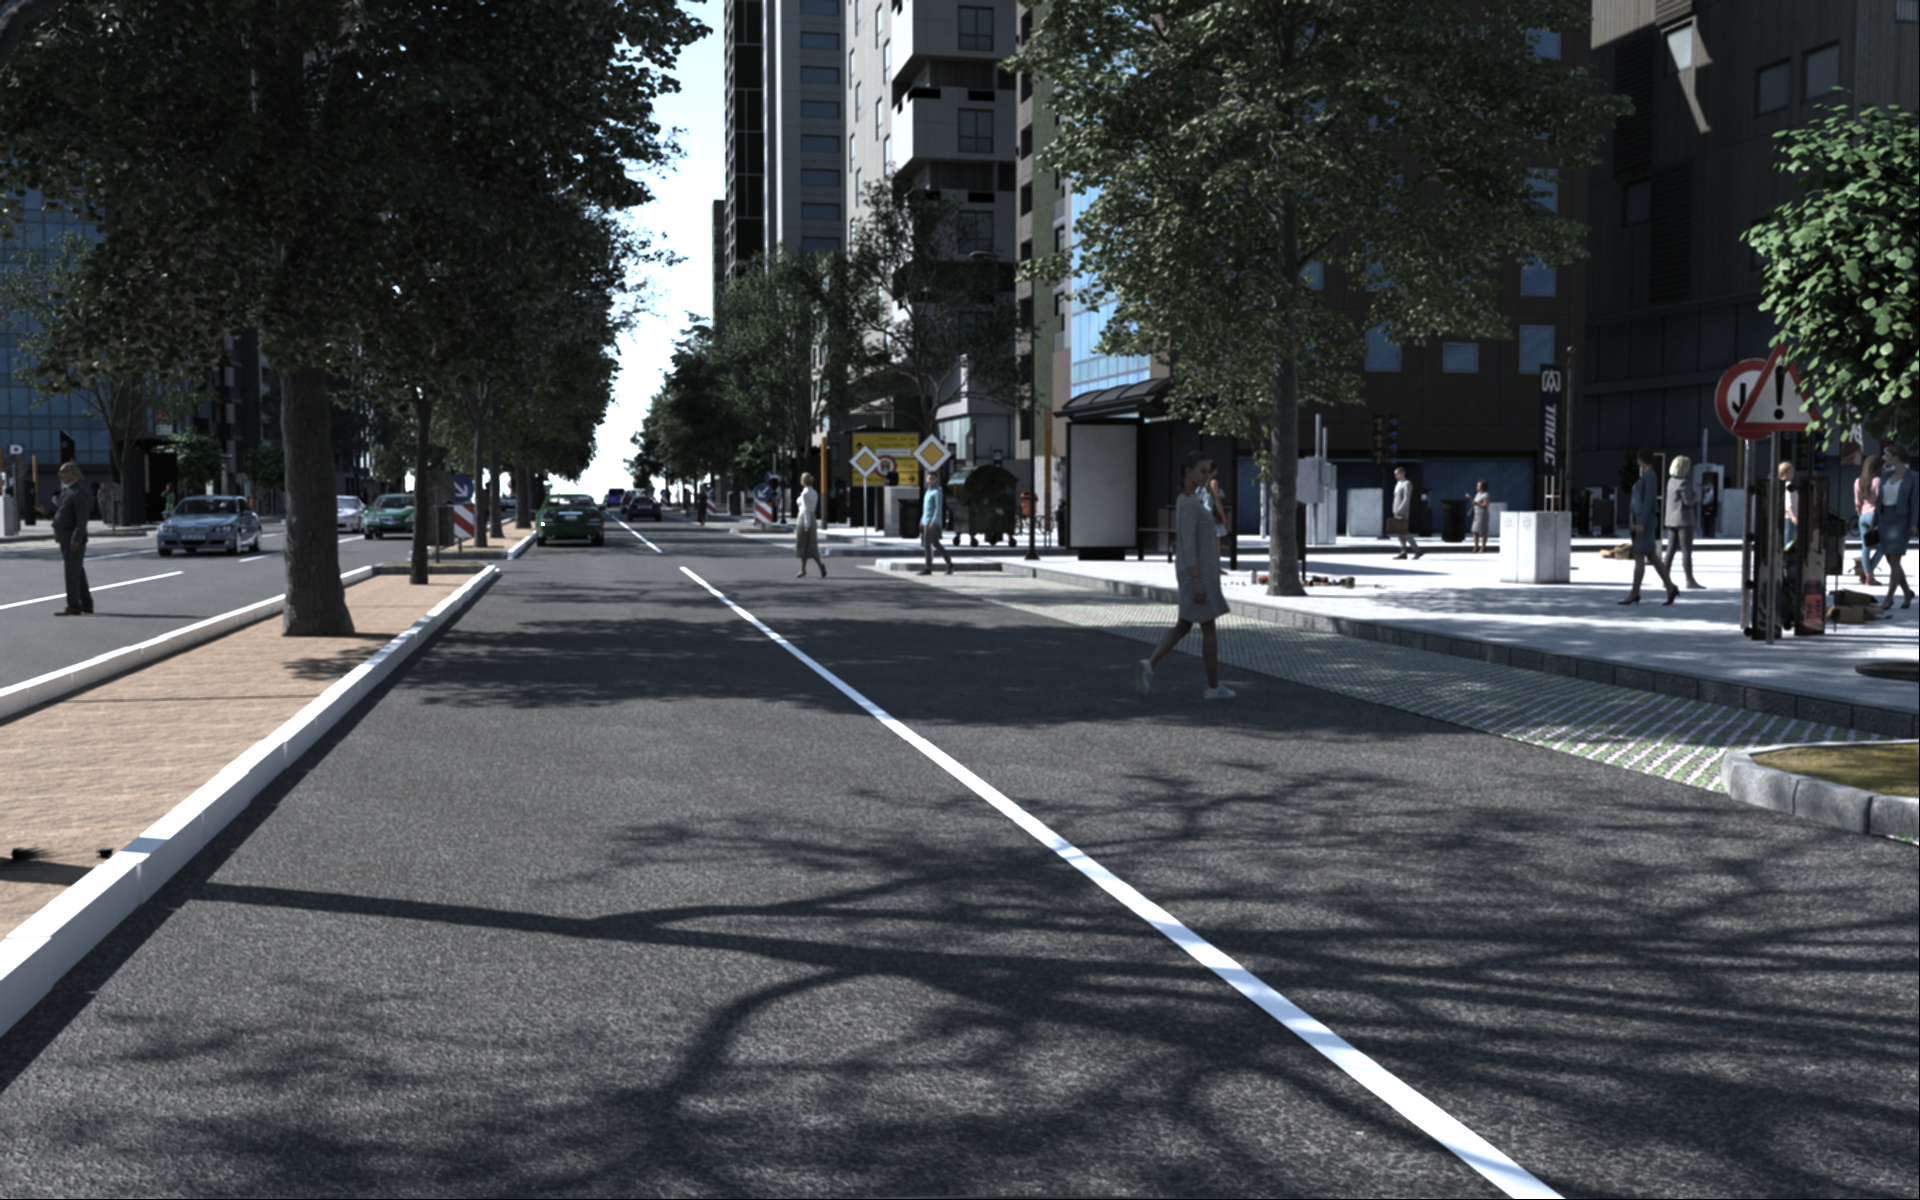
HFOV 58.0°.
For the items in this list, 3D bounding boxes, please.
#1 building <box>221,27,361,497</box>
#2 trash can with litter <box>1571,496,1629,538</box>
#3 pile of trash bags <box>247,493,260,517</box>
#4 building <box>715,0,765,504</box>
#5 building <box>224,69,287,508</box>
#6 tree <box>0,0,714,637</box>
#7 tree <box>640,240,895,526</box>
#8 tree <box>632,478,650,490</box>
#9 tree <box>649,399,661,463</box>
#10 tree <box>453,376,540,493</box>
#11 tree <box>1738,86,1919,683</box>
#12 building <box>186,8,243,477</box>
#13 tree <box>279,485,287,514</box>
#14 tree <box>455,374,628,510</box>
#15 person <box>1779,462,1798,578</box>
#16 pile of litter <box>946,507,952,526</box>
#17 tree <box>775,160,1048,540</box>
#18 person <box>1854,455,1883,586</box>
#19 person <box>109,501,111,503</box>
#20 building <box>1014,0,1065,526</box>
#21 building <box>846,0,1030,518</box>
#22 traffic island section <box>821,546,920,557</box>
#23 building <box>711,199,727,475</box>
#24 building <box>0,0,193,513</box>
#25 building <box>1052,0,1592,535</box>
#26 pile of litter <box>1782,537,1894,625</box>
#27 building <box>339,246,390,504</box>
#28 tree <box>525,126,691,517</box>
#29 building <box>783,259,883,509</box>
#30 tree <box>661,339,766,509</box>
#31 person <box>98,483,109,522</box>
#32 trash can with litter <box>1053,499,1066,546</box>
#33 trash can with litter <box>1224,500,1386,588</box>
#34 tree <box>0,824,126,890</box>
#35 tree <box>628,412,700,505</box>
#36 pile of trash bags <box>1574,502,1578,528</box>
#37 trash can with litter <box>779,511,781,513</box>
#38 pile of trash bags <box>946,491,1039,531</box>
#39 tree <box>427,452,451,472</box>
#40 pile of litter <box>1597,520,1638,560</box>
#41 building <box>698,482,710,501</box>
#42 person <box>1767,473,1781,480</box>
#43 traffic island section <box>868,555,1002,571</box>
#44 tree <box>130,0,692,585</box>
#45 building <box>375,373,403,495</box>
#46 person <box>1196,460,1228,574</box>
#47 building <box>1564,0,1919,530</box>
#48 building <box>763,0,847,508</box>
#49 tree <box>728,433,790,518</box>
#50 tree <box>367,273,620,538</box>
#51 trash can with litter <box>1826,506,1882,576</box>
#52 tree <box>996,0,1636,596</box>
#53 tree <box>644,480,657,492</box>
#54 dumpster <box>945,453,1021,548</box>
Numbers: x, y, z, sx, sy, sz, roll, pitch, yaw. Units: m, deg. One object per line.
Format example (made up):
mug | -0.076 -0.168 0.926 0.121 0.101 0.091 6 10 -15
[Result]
building | -82.688 -46.852 204.288 20.563 71.187 20.611 -1 4 -12
trash can with litter | 18.553 -2.454 51.182 2.233 1.210 1.678 2 4 24
pile of trash bags | -39.965 -5.304 96.475 3.447 1.369 1.912 3 5 41
building | -21.640 -48.125 225.101 20.563 71.187 20.611 -1 4 -12
building | -68.459 -28.787 154.261 14.154 41.232 14.086 -1 4 -12
tree | -6.498 -6.604 17.084 9.857 13.997 8.962 0 3 0
tree | -6.357 -8.823 70.008 9.928 11.665 9.643 0 3 0
tree | -47.029 -16.651 255.954 4.285 4.588 4.351 0 3 0
tree | -21.883 -13.813 143.976 7.486 12.596 7.792 0 3 0
tree | -16.787 -6.689 62.183 4.737 8.622 4.395 0 3 0
tree | 7.177 -1.736 12.104 4.285 4.588 4.351 0 3 0
building | -68.318 -29.212 132.245 22.147 44.769 28.867 -1 4 -12
tree | -43.461 -7.207 112.432 1.663 3.219 1.824 0 3 0
tree | -25.108 -11.257 103.524 9.611 12.733 9.660 0 3 0
person | 11.788 -1.110 24.869 0.598 1.740 0.731 -1 4 -15
pile of litter | -0.476 -3.346 68.670 1.719 0.858 1.176 -3 4 -37
tree | -0.952 -6.995 48.782 7.601 10.594 8.767 2 4 24
person | 12.773 -1.110 24.198 0.388 1.821 0.555 -2 4 -28
person | -39.489 -4.558 80.965 0.834 1.777 0.661 -1 4 -17
building | 9.468 -18.665 76.874 14.160 30.474 14.107 -1 4 -12
building | 8.283 -31.567 105.358 28.713 52.752 27.495 -1 4 -12
traffic island section | -2.197 -1.151 41.099 2.009 0.180 2.903 -1 4 -12
building | -27.901 -34.235 243.328 14.154 41.232 14.086 -1 4 -12
building | -59.090 -28.265 112.237 14.600 45.320 14.200 -1 4 -12
building | 11.944 -25.109 60.646 14.200 45.320 14.600 -1 4 -12
pile of litter | 8.807 -0.220 17.560 1.719 0.858 1.176 -1 4 -17
building | -89.337 -37.308 229.602 23.786 49.044 30.456 -1 4 -12
tree | -19.532 -13.687 82.122 12.611 20.169 13.585 0 3 0
building | 0.666 -18.273 143.806 27.650 21.520 28.899 -1 4 -12
tree | -17.810 -12.776 127.012 7.486 12.596 7.792 0 3 0
person | -39.226 -4.474 79.465 0.520 1.790 0.573 -3 5 -42
trash can with litter | 2.859 -1.907 42.570 1.055 1.170 0.624 -1 4 -11
trash can with litter | 4.865 -0.805 24.217 1.678 1.210 2.233 -3 5 -43
tree | -3.957 -5.722 6.380 12.009 13.543 11.850 0 3 0
tree | -34.074 -17.354 200.750 9.611 12.733 9.660 0 3 0
pile of trash bags | 23.806 -3.555 67.882 1.912 1.369 3.447 -1 4 -9
trash can with litter | -12.533 -6.345 114.793 2.233 1.210 1.678 -2 4 -27
pile of trash bags | 1.142 -3.084 60.182 3.447 1.369 1.912 2 4 28
tree | -67.305 -16.690 223.240 4.360 8.622 3.978 0 3 0
pile of litter | 13.265 -1.247 34.357 1.176 0.858 1.719 2 4 34
building | -23.462 -34.997 264.073 32.217 40.220 23.993 -1 4 -12
person | 16.322 -1.714 34.909 0.643 1.720 0.563 -1 4 -20
traffic island section | -0.495 -0.674 33.296 2.009 0.180 2.903 -1 4 -12
tree | -8.490 -5.493 26.679 8.767 10.594 7.601 -1 4 -12
building | -89.376 -29.435 252.962 14.160 30.474 14.107 -1 4 -12
person | 3.928 -1.292 27.266 0.778 1.811 0.616 -2 4 -26
building | 39.447 -29.557 72.495 27.495 52.752 28.713 -1 4 -12
building | -8.581 -38.400 169.837 21.231 58.520 28.212 -1 4 -12
tree | -10.691 -6.668 92.738 4.285 4.588 4.351 0 3 0
tree | -14.851 -8.246 55.405 7.486 12.596 7.792 0 3 0
trash can with litter | 13.997 -0.978 27.375 1.055 1.170 0.624 2 4 30
tree | 4.074 -6.297 21.091 7.486 12.596 7.792 0 3 0
tree | -42.854 -15.065 240.917 1.663 3.219 1.824 0 3 0
dumpster | 0.573 -2.432 42.264 1.502 2.255 1.985 -1 4 -12
